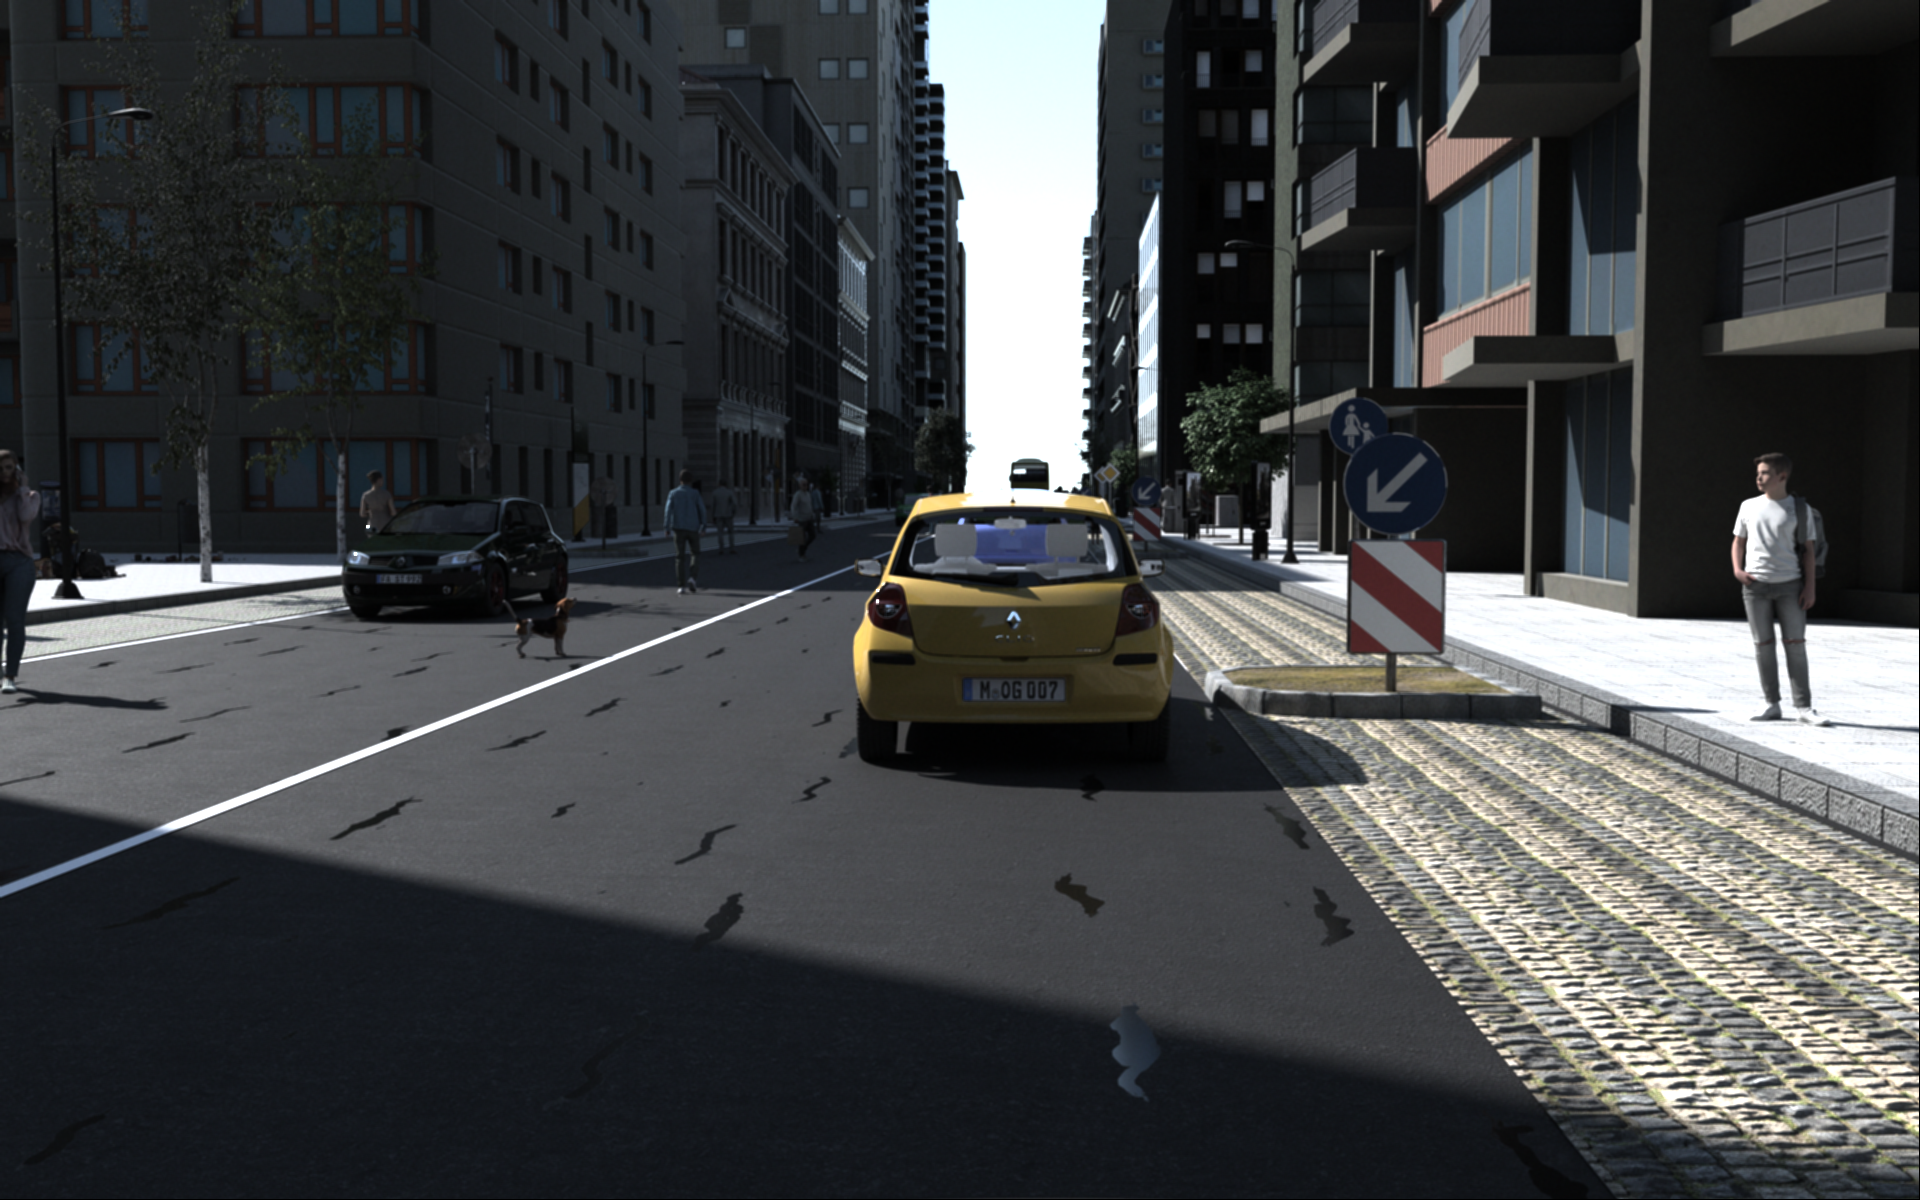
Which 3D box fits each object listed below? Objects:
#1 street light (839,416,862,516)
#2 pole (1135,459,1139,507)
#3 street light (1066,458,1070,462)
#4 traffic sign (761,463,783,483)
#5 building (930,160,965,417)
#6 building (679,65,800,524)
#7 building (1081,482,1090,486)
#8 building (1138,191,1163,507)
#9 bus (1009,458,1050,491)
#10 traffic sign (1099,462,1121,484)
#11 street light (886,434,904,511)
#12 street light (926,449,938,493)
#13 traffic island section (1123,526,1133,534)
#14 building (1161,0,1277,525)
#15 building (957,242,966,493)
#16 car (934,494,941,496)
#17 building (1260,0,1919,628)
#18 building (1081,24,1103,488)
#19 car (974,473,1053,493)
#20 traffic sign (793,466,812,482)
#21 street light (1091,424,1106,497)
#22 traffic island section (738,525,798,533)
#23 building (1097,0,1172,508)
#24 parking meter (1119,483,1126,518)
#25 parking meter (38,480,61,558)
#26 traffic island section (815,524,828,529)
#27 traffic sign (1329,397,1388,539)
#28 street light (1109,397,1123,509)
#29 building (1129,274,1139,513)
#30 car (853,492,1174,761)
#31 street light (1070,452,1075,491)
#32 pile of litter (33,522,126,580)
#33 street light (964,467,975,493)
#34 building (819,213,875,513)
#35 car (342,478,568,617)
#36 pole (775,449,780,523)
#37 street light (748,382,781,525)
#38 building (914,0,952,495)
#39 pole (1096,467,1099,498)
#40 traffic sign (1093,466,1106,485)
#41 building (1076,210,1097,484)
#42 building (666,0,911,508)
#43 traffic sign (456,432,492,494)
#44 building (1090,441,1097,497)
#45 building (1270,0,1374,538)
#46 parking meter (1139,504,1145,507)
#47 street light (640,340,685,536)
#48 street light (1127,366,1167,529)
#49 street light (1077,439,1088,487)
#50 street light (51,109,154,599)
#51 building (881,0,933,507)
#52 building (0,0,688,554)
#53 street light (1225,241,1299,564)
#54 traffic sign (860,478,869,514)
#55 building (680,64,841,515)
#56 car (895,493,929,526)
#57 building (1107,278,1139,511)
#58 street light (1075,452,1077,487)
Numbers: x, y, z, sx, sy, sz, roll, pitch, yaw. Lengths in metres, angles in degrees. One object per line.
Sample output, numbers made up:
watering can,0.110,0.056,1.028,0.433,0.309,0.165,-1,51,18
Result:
street light,-6.508,-7.986,103.109,1.470,5.913,1.316,0,4,3
pole,10.232,-6.505,100.192,0.158,3.312,0.155,0,3,0
street light,15.638,-16.547,243.077,1.470,5.913,1.316,0,4,3
traffic sign,-6.965,-3.783,64.050,0.795,2.593,0.064,0,4,3
building,-14.104,-42.012,276.136,28.713,52.752,27.495,0,4,3
building,-14.890,-15.109,83.195,11.583,22.565,21.152,0,4,3
building,33.269,-33.632,241.765,32.217,40.220,23.993,0,4,3
building,15.525,-14.712,95.291,10.420,20.320,16.860,0,4,3
bus,4.726,-7.730,117.930,2.896,3.916,12.252,0,4,2
traffic sign,5.514,-3.746,63.432,0.795,2.593,0.064,0,4,3
street light,-5.017,-9.899,134.390,1.470,5.913,1.316,0,4,3
street light,-2.890,-12.663,179.580,1.470,5.913,1.316,0,4,3
traffic island section,5.538,-2.522,63.514,2.009,0.180,2.903,0,4,3
building,17.361,-15.131,77.075,15.834,23.373,12.332,0,4,3
building,-6.118,-39.590,297.398,14.600,45.320,14.200,0,4,3
car,-1.860,-6.271,114.326,2.131,1.459,4.920,0,4,2
building,17.009,-22.615,24.383,22.147,44.769,28.867,0,4,3
building,29.038,-50.462,263.308,20.563,71.187,20.611,0,4,3
car,0.729,-0.848,23.452,1.945,1.707,3.694,0,4,2
traffic sign,-6.582,-4.271,72.026,0.795,2.593,0.064,0,4,3
street light,9.420,-8.672,114.321,1.470,5.913,1.316,0,4,3
traffic island section,-6.989,-2.559,64.118,2.009,0.180,2.903,0,4,3
building,24.036,-33.010,163.407,21.300,48.544,21.600,0,4,3
parking meter,8.688,-5.301,92.385,0.255,1.863,0.399,2,4,27
parking meter,-16.457,-1.403,31.354,0.372,1.533,0.369,0,3,0
traffic island section,-6.606,-3.047,72.094,2.009,0.180,2.903,0,4,3
traffic sign,5.265,-1.397,22.946,0.768,2.556,0.104,1,4,9
street light,7.960,-6.764,83.128,1.470,5.913,1.316,0,4,3
building,19.887,-15.303,117.654,16.820,18.784,16.811,0,4,3
car,0.312,-0.031,10.733,2.015,1.641,3.980,0,4,1
street light,13.123,-13.369,191.128,1.470,5.913,1.316,0,4,3
pile of litter,-13.723,-0.762,26.424,1.719,0.858,1.176,-1,4,-13
street light,1.192,-17.767,263.025,1.470,5.913,1.316,0,4,3
building,-12.746,-18.332,128.599,11.050,23.489,19.941,0,4,3
car,-6.164,-0.714,21.460,2.009,1.686,4.222,0,4,4
pole,-8.238,-5.153,78.093,0.158,3.312,0.155,0,3,0
street light,-8.095,-6.078,71.922,1.470,5.913,1.316,0,4,3
building,-11.881,-57.070,245.773,22.319,86.520,31.000,0,4,3
pole,10.754,-8.656,135.369,0.158,3.312,0.155,0,3,0
traffic sign,5.897,-4.234,71.408,0.795,2.593,0.064,0,4,3
building,31.535,-40.965,289.379,23.786,49.044,30.456,0,4,3
building,-19.695,-34.957,160.787,28.713,52.752,27.495,0,4,3
traffic sign,-10.039,-2.181,35.772,0.768,2.556,0.104,0,4,6
building,27.096,-54.468,203.225,22.319,86.520,31.000,0,4,3
building,16.715,-17.284,54.299,14.160,30.474,14.107,0,4,3
parking meter,7.629,-3.899,72.161,0.372,1.533,0.369,0,3,0
street light,-9.014,-4.891,52.512,1.470,5.913,1.316,0,4,3
street light,6.955,-5.539,63.102,1.470,5.913,1.316,0,4,3
street light,10.840,-10.580,145.516,1.470,5.913,1.316,0,4,3
street light,-10.425,-2.968,21.071,1.470,5.913,1.316,0,4,3
building,-13.720,-46.879,204.719,20.563,71.187,20.611,0,4,3
building,-25.240,-12.592,50.920,28.899,21.520,27.650,0,4,3
street light,5.564,-3.631,31.905,1.470,5.913,1.316,0,4,3
traffic sign,-6.266,-6.793,113.198,0.606,2.300,0.079,0,4,7
building,-15.717,-19.152,106.647,14.314,27.812,24.014,0,4,3
car,-1.896,-4.293,78.980,1.959,1.807,4.718,0,4,5
building,17.120,-16.596,135.972,10.561,19.102,19.286,0,4,3
street light,11.615,-11.462,159.937,1.470,5.913,1.316,0,4,3
